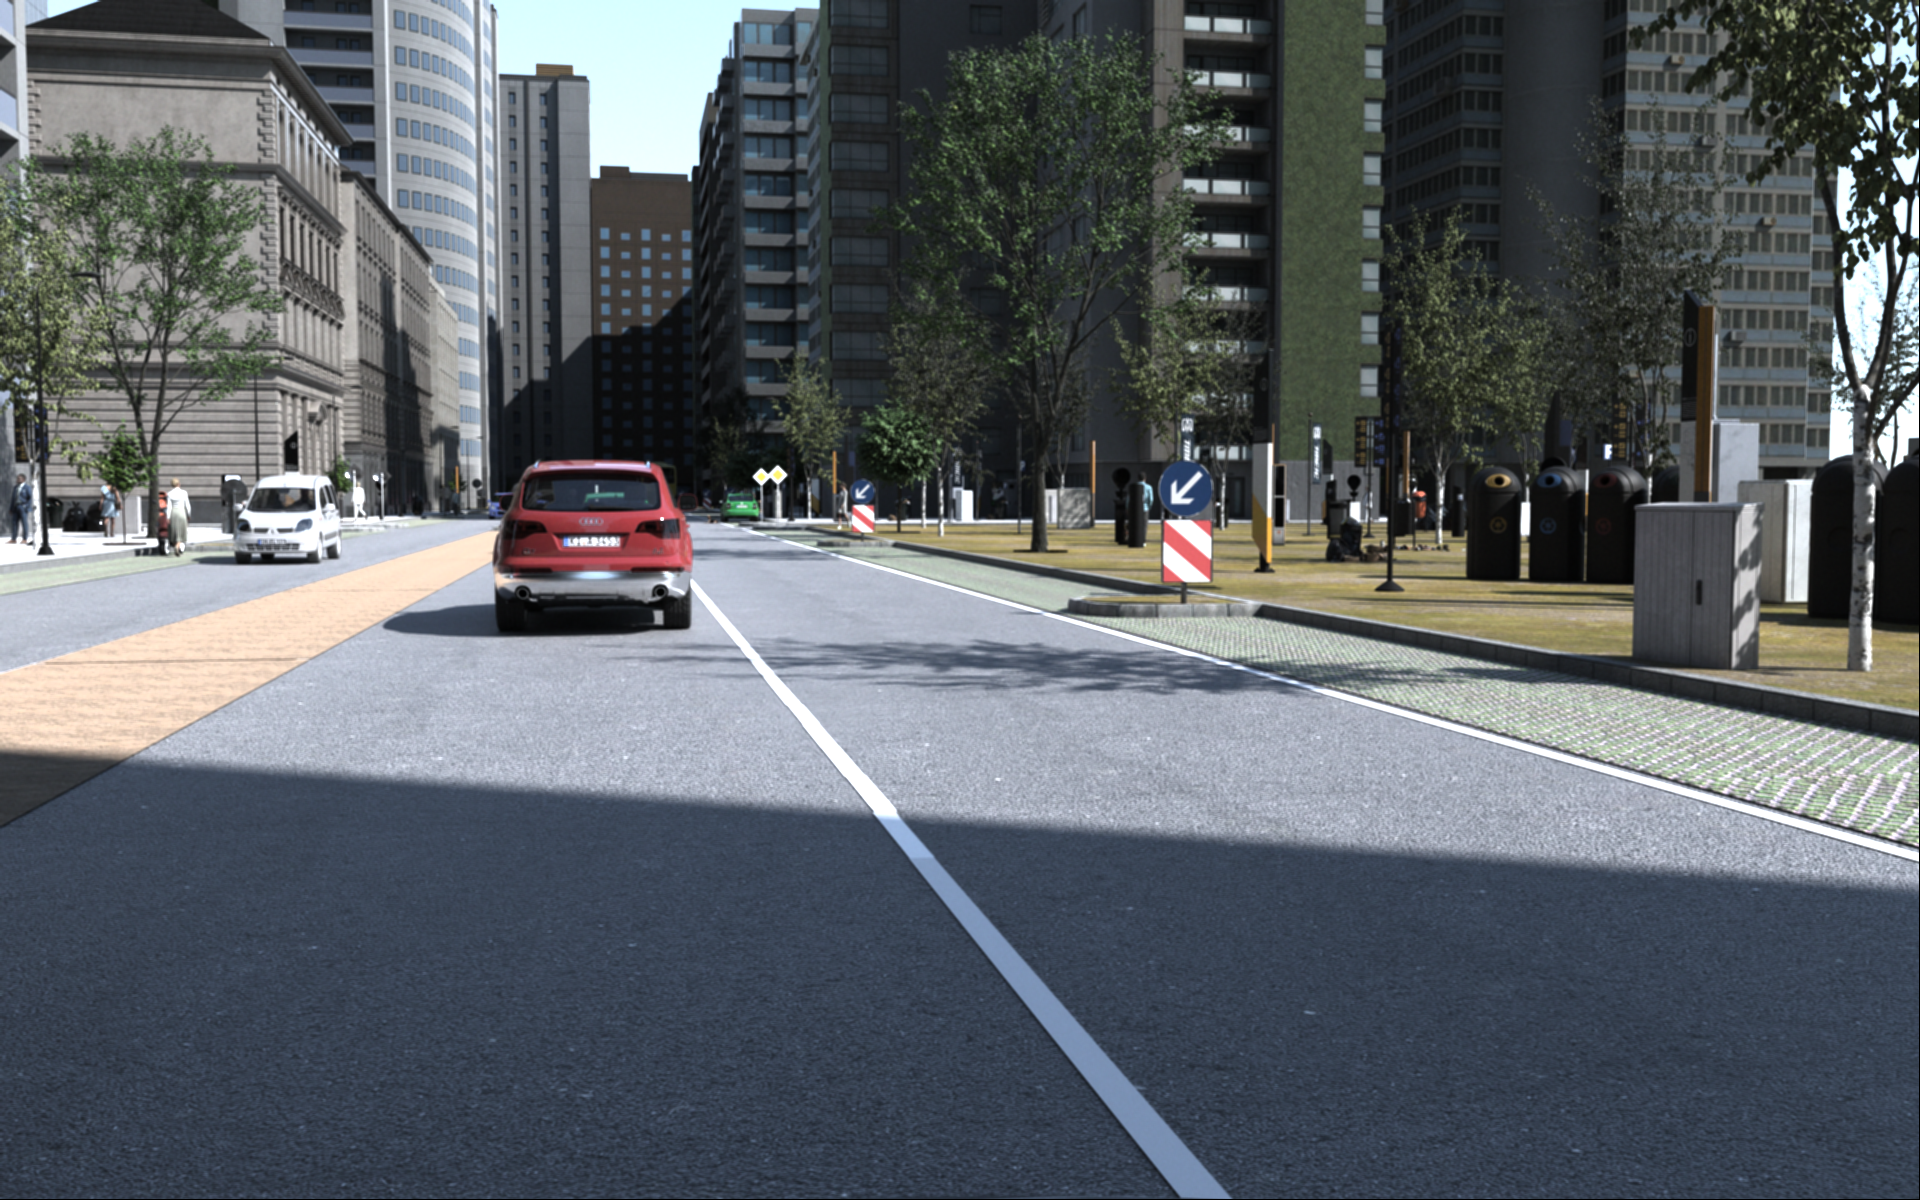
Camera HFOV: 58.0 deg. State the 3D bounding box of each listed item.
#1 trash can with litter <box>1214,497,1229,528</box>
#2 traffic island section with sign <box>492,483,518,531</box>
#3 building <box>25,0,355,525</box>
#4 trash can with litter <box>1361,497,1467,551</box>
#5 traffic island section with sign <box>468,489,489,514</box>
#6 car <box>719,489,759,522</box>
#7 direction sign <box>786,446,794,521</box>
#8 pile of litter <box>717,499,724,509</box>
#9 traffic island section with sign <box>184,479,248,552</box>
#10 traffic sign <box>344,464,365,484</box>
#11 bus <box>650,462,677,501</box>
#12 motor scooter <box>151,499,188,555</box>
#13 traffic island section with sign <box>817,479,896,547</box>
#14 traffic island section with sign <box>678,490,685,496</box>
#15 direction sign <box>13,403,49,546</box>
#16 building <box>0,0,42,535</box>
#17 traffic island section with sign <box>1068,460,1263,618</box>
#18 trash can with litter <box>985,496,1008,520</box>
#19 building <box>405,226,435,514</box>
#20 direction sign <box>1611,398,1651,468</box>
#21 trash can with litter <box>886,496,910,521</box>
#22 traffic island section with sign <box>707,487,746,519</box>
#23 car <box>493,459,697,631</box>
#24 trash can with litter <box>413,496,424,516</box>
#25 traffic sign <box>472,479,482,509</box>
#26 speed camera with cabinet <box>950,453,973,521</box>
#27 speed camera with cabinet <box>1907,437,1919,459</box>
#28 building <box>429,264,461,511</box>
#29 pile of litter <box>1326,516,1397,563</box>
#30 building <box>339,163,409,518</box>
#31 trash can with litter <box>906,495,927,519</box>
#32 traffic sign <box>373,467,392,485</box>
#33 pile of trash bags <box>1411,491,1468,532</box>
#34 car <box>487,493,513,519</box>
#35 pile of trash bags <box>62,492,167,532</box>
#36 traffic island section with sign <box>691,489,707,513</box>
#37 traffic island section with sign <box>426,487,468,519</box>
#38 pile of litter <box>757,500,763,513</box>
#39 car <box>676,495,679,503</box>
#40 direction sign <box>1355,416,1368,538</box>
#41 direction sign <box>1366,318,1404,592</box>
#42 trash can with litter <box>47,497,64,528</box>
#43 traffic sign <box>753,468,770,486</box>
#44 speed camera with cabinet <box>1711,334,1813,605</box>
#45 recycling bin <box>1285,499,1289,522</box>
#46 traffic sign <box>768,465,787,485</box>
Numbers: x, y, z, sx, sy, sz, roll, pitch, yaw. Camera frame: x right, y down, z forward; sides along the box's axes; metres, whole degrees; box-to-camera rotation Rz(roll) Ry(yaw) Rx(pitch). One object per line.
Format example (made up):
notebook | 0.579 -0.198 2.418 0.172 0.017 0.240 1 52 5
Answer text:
trash can with litter | 9.919 -3.352 66.200 0.624 1.170 1.055 0 4 -3
traffic island section with sign | -17.206 -3.643 67.702 2.006 1.907 1.989 -1 4 -11
building | -35.758 -15.486 82.074 11.050 23.489 19.941 -1 4 -11
trash can with litter | 10.452 -1.741 39.525 2.233 1.210 1.678 3 5 41
traffic island section with sign | -34.521 -7.128 125.163 1.989 1.847 2.006 -1 4 -11
car | -11.257 -4.862 88.284 1.959 1.807 4.718 -1 4 -11
direction sign | -8.003 -5.490 81.755 0.379 3.537 0.876 -2 4 -28
pile of litter | -20.190 -8.259 148.999 1.719 0.858 1.176 -3 4 -37
traffic island section with sign | -18.402 -2.152 43.809 1.989 1.847 2.006 -1 4 -11
traffic sign | -23.161 -3.916 66.220 0.795 2.593 0.064 -1 4 -11
bus | -23.168 -8.619 132.470 2.896 3.916 12.252 -1 4 -11
motor scooter | -18.619 -1.721 40.912 0.815 1.314 1.986 -1 4 -11
traffic island section with sign | -2.868 -2.366 47.310 1.989 1.847 2.006 -1 4 -11
traffic island section with sign | -28.665 -10.328 177.488 1.989 1.847 2.006 -1 4 -11
direction sign | -23.151 -3.134 43.232 0.876 3.537 0.379 0 4 6
building | -43.598 -31.014 49.072 28.212 58.520 21.231 -1 4 -11
traffic island section with sign | 2.376 -0.749 20.868 1.989 1.847 2.006 -1 4 -11
trash can with litter | 1.815 -4.558 85.910 1.055 1.170 0.624 -2 4 -30
building | -42.072 -16.509 119.072 9.793 20.994 18.267 -1 4 -11
direction sign | 15.840 -2.993 40.933 0.876 3.537 0.379 0 4 4
trash can with litter | -2.951 -4.352 82.537 1.055 1.170 0.624 -3 4 -38
traffic island section with sign | -13.587 -5.673 101.388 1.989 1.847 2.006 -1 4 -11
car | -4.128 -0.679 19.769 2.281 1.827 5.304 -1 4 -10
trash can with litter | -32.440 -5.650 103.766 0.624 1.170 1.055 -1 4 -15
traffic sign | -40.693 -8.918 145.921 0.768 2.556 0.104 0 4 -8
speed camera with cabinet | 0.035 -5.385 82.378 0.660 3.252 2.038 -1 4 -18
speed camera with cabinet | 14.653 -1.997 26.984 0.660 3.252 2.038 -1 4 -18
building | -45.856 -17.280 137.274 10.420 20.320 16.860 -1 4 -11
pile of litter | 7.703 -1.171 33.109 1.719 0.858 1.176 -2 4 -27
building | -38.667 -15.406 101.038 9.793 20.994 18.267 -1 4 -11
trash can with litter | -2.386 -4.802 89.562 1.678 1.210 2.233 3 5 40
traffic sign | -24.713 -4.395 74.054 0.795 2.593 0.064 -1 4 -11
pile of trash bags | 16.685 -3.102 60.466 1.912 1.369 3.447 3 5 41
car | -26.067 -5.480 99.192 1.945 1.707 3.694 -1 4 -13
pile of trash bags | -28.737 -3.032 59.326 1.912 1.369 3.447 2 4 32
traffic island section with sign | -18.830 -7.291 127.842 1.989 1.847 2.006 -1 4 -11
traffic island section with sign | -29.223 -5.490 98.392 1.989 1.847 2.006 -1 4 -11
pile of litter | -13.896 -6.448 119.381 1.719 0.858 1.176 1 4 19
car | -32.467 -11.187 195.489 1.945 1.354 3.894 -1 4 -13
direction sign | 11.966 -3.584 50.591 0.876 3.537 0.379 0 4 5
direction sign | 5.686 -1.885 22.814 0.379 3.537 0.876 0 4 0
trash can with litter | -33.610 -3.249 64.500 0.624 1.170 1.055 0 4 4
traffic sign | -8.822 -4.586 77.170 0.795 2.593 0.064 -1 4 -11
speed camera with cabinet | 9.607 -1.624 20.889 0.660 3.252 2.038 -1 4 -8
recycling bin | 15.034 -4.201 81.237 0.722 1.027 0.722 0 4 4
traffic sign | -7.270 -4.107 69.336 0.795 2.593 0.064 -1 4 -11
